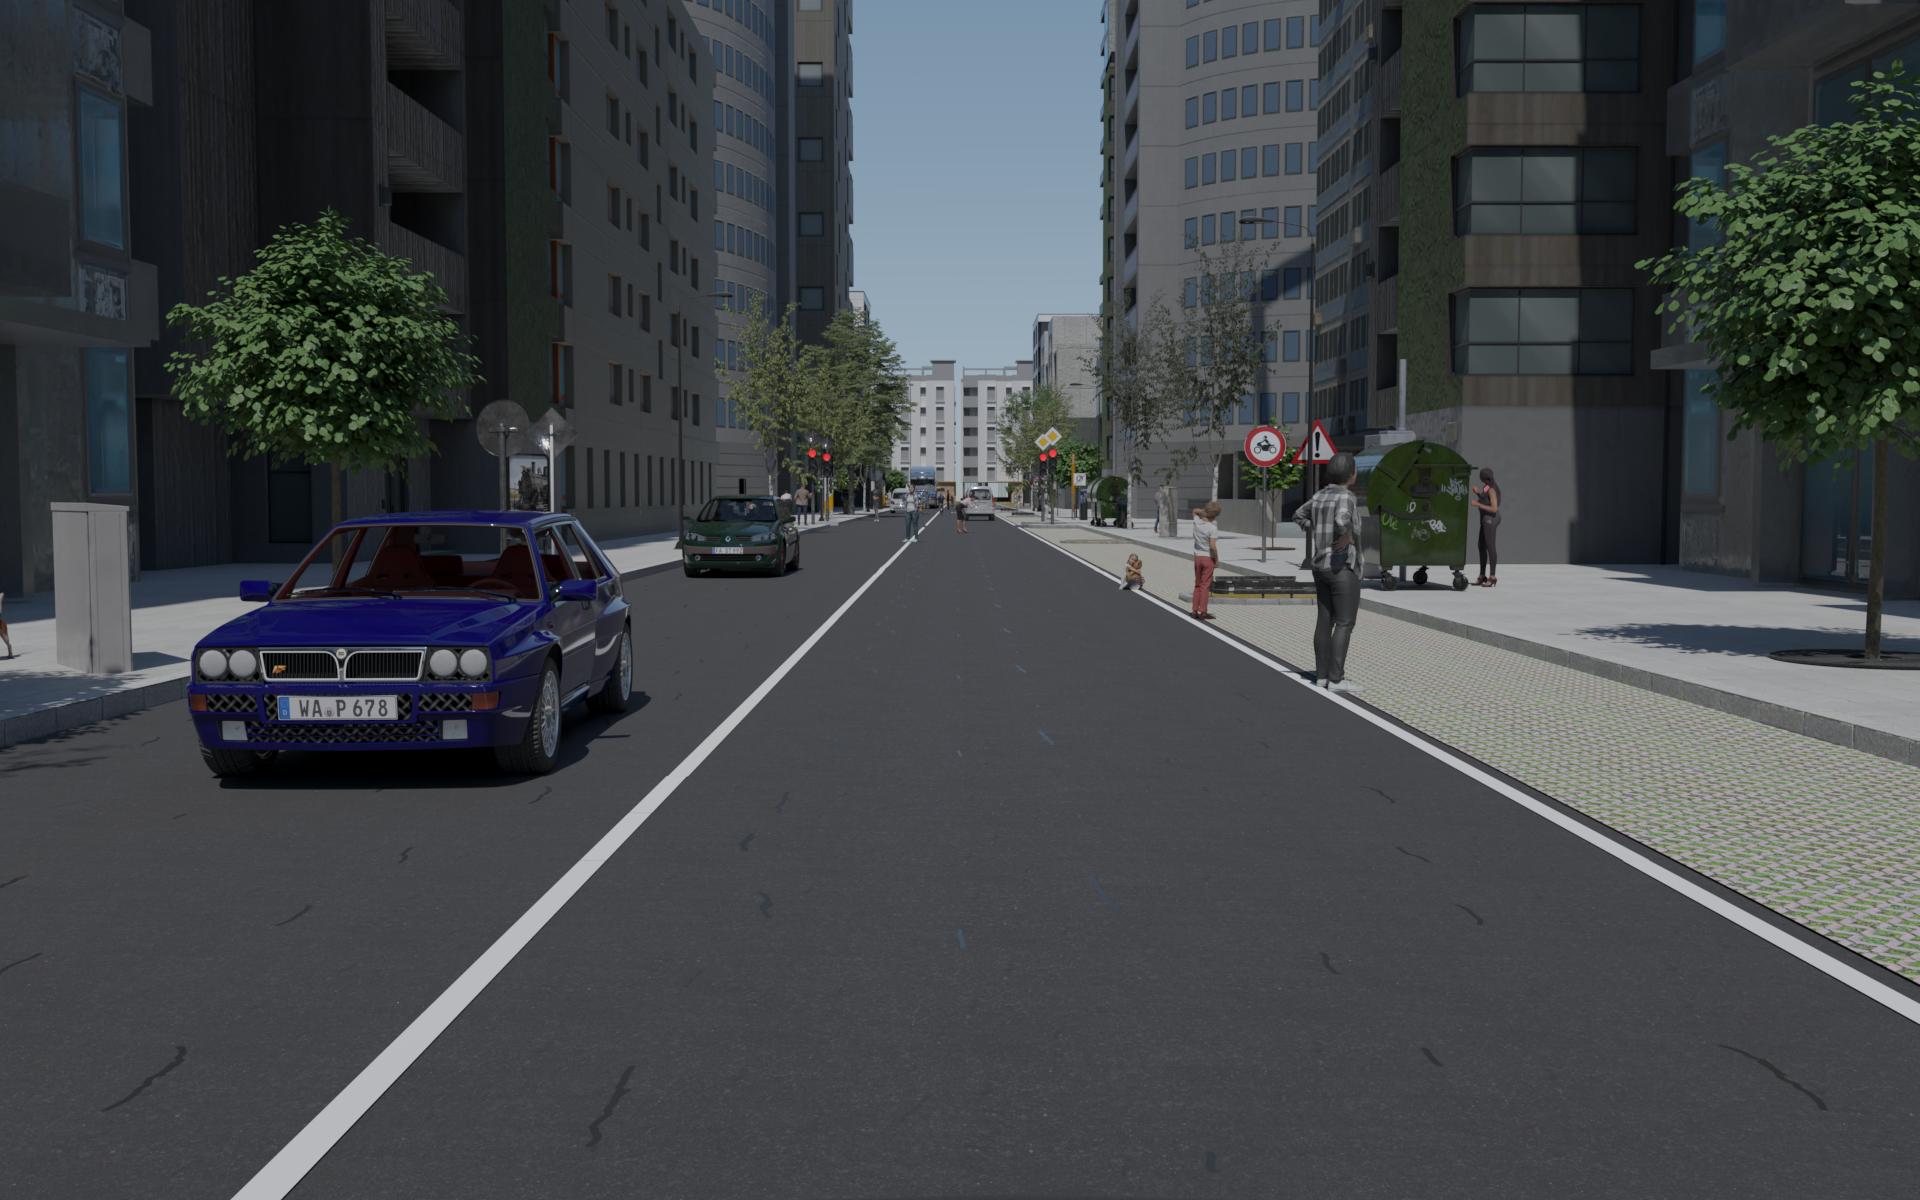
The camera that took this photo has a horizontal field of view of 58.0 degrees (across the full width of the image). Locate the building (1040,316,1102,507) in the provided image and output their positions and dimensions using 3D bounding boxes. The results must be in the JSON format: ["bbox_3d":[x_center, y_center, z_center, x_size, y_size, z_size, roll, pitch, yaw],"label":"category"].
[{"bbox_3d":[17.535,-19.213,180.586,16.747,18.905,31.486,0,3,0],"label":"building"}]

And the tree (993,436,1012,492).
[{"bbox_3d":[5.799,-14.123,181.276,4.360,8.622,3.978,0,3,0],"label":"tree"}]

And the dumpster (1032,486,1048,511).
[{"bbox_3d":[6.001,-7.533,128.917,1.264,1.857,1.865,0,3,0],"label":"dumpster"}]

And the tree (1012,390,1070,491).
[{"bbox_3d":[6.223,-10.469,121.524,4.360,8.622,3.978,0,3,0],"label":"tree"}]

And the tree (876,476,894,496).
[{"bbox_3d":[-7.380,-10.741,170.216,1.663,3.219,1.824,0,3,0],"label":"tree"}]

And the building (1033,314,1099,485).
[{"bbox_3d":[22.735,-22.543,212.551,27.936,21.610,32.646,0,3,0],"label":"building"}]

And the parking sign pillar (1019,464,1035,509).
[{"bbox_3d":[5.855,-10.005,152.051,1.447,3.967,1.447,0,4,-2],"label":"parking sign pillar"}]

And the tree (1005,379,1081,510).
[{"bbox_3d":[5.597,-9.745,109.685,4.737,8.622,4.395,0,3,0],"label":"tree"}]

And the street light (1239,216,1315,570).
[{"bbox_3d":[5.361,-3.462,29.140,1.470,5.913,1.316,0,3,0],"label":"street light"}]

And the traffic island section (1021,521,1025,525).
[{"bbox_3d":[3.874,-3.565,80.574,2.009,0.180,2.903,0,3,0],"label":"traffic island section"}]

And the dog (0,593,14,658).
[{"bbox_3d":[-7.481,0.213,13.352,0.540,0.507,0.406,3,5,41],"label":"dog"}]

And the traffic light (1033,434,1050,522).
[{"bbox_3d":[3.834,-5.599,80.460,0.839,4.253,0.868,0,3,0],"label":"traffic light"}]

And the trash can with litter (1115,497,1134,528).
[{"bbox_3d":[6.298,-3.311,65.516,0.624,1.170,1.055,-1,4,-20],"label":"trash can with litter"}]

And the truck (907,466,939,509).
[{"bbox_3d":[-3.485,-11.272,174.063,2.967,4.110,18.799,0,4,1],"label":"truck"}]

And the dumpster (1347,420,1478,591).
[{"bbox_3d":[6.063,-1.289,23.565,1.502,2.255,1.985,0,3,0],"label":"dumpster"}]

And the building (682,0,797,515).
[{"bbox_3d":[-20.946,-33.854,95.517,21.231,58.520,28.212,0,3,0],"label":"building"}]

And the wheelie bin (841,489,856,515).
[{"bbox_3d":[-6.984,-6.157,108.570,0.980,1.594,0.693,0,4,5],"label":"wheelie bin"}]

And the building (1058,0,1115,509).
[{"bbox_3d":[19.987,-50.489,138.159,22.319,86.520,31.000,0,3,0],"label":"building"}]

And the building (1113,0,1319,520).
[{"bbox_3d":[23.136,-33.650,92.182,28.212,58.520,21.231,0,3,0],"label":"building"}]

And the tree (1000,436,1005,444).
[{"bbox_3d":[5.727,-11.789,143.118,4.737,8.622,4.395,0,3,0],"label":"tree"}]

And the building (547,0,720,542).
[{"bbox_3d":[-24.173,-12.898,55.915,28.899,21.520,27.650,0,3,0],"label":"building"}]

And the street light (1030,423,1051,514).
[{"bbox_3d":[5.230,-8.584,112.881,1.470,5.913,1.316,0,3,0],"label":"street light"}]

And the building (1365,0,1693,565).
[{"bbox_3d":[16.113,-16.255,37.476,14.160,30.474,14.107,0,3,0],"label":"building"}]

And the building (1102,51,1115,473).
[{"bbox_3d":[16.476,-21.116,116.950,14.160,30.474,14.107,0,3,0],"label":"building"}]

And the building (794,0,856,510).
[{"bbox_3d":[-22.617,-33.658,139.540,28.713,52.752,27.495,0,3,0],"label":"building"}]

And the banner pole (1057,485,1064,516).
[{"bbox_3d":[5.770,-6.710,99.730,0.401,3.779,0.863,-2,4,-35],"label":"banner pole"}]

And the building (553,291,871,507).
[{"bbox_3d":[-23.583,-20.070,172.122,27.936,21.610,32.646,0,3,0],"label":"building"}]

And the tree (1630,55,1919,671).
[{"bbox_3d":[6.917,-1.801,13.159,4.285,4.588,4.351,0,3,0],"label":"tree"}]

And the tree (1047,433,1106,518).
[{"bbox_3d":[6.191,-6.673,92.824,4.285,4.588,4.351,0,3,0],"label":"tree"}]

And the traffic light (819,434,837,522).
[{"bbox_3d":[-6.147,-5.597,80.426,0.839,4.253,0.868,0,3,0],"label":"traffic light"}]

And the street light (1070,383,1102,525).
[{"bbox_3d":[5.274,-6.111,72.449,1.470,5.913,1.316,0,3,0],"label":"street light"}]

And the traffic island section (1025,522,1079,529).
[{"bbox_3d":[3.888,-3.077,72.589,2.009,0.180,2.903,0,3,0],"label":"traffic island section"}]

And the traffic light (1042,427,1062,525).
[{"bbox_3d":[3.848,-5.110,72.475,0.839,4.253,0.868,0,3,0],"label":"traffic light"}]

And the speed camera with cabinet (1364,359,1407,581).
[{"bbox_3d":[6.231,-1.947,26.173,0.660,3.252,2.038,0,4,-7],"label":"speed camera with cabinet"}]

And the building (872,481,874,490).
[{"bbox_3d":[-26.315,-18.616,246.514,28.070,9.664,9.099,0,3,0],"label":"building"}]

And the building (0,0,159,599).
[{"bbox_3d":[-21.496,-23.933,10.912,23.786,49.044,30.456,0,3,0],"label":"building"}]

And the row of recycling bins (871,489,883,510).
[{"bbox_3d":[-6.912,-8.373,144.011,1.069,1.692,3.534,0,4,-3],"label":"row of recycling bins"}]

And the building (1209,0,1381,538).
[{"bbox_3d":[25.167,-22.293,56.368,32.217,40.220,23.993,0,3,0],"label":"building"}]

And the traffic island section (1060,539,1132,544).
[{"bbox_3d":[3.924,-1.688,50.468,1.991,0.108,1.994,0,3,0],"label":"traffic island section"}]

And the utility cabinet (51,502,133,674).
[{"bbox_3d":[-6.399,-0.099,12.779,0.306,1.237,1.020,-3,5,-40],"label":"utility cabinet"}]

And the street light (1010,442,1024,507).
[{"bbox_3d":[5.150,-11.197,155.609,1.470,5.913,1.316,0,3,0],"label":"street light"}]

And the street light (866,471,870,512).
[{"bbox_3d":[-6.053,-9.280,124.264,1.470,5.913,1.316,0,3,0],"label":"street light"}]

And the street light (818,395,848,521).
[{"bbox_3d":[-5.960,-6.642,81.139,1.470,5.913,1.316,0,3,0],"label":"street light"}]

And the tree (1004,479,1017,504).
[{"bbox_3d":[6.409,-13.982,223.212,1.663,3.219,1.824,0,3,0],"label":"tree"}]

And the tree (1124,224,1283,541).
[{"bbox_3d":[6.864,-5.909,46.977,4.360,8.622,3.978,0,3,0],"label":"tree"}]

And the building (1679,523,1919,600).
[{"bbox_3d":[21.550,-24.163,14.678,23.786,49.044,30.456,0,3,0],"label":"building"}]

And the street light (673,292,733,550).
[{"bbox_3d":[-5.921,-4.124,39.969,1.470,5.913,1.316,0,3,0],"label":"street light"}]

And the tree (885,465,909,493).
[{"bbox_3d":[-7.520,-13.192,199.402,4.285,4.588,4.351,0,3,0],"label":"tree"}]

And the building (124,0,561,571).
[{"bbox_3d":[-16.615,-16.042,33.984,14.160,30.474,14.107,0,3,0],"label":"building"}]

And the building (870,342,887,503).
[{"bbox_3d":[-15.709,-22.303,221.080,11.380,20.091,16.016,0,3,0],"label":"building"}]

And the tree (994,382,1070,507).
[{"bbox_3d":[6.733,-14.361,160.564,9.928,11.665,9.643,0,3,0],"label":"tree"}]

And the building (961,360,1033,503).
[{"bbox_3d":[5.817,-24.108,250.585,11.380,20.091,16.016,0,3,0],"label":"building"}]

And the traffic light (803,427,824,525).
[{"bbox_3d":[-6.133,-5.108,72.441,0.839,4.253,0.868,0,3,0],"label":"traffic light"}]

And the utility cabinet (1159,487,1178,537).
[{"bbox_3d":[6.237,-2.633,51.724,0.318,1.500,1.173,1,4,19],"label":"utility cabinet"}]

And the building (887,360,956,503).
[{"bbox_3d":[-6.253,-24.092,250.326,11.380,20.091,16.016,0,3,0],"label":"building"}]

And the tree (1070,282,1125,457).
[{"bbox_3d":[6.225,-6.767,61.001,4.360,8.622,3.978,0,3,0],"label":"tree"}]
